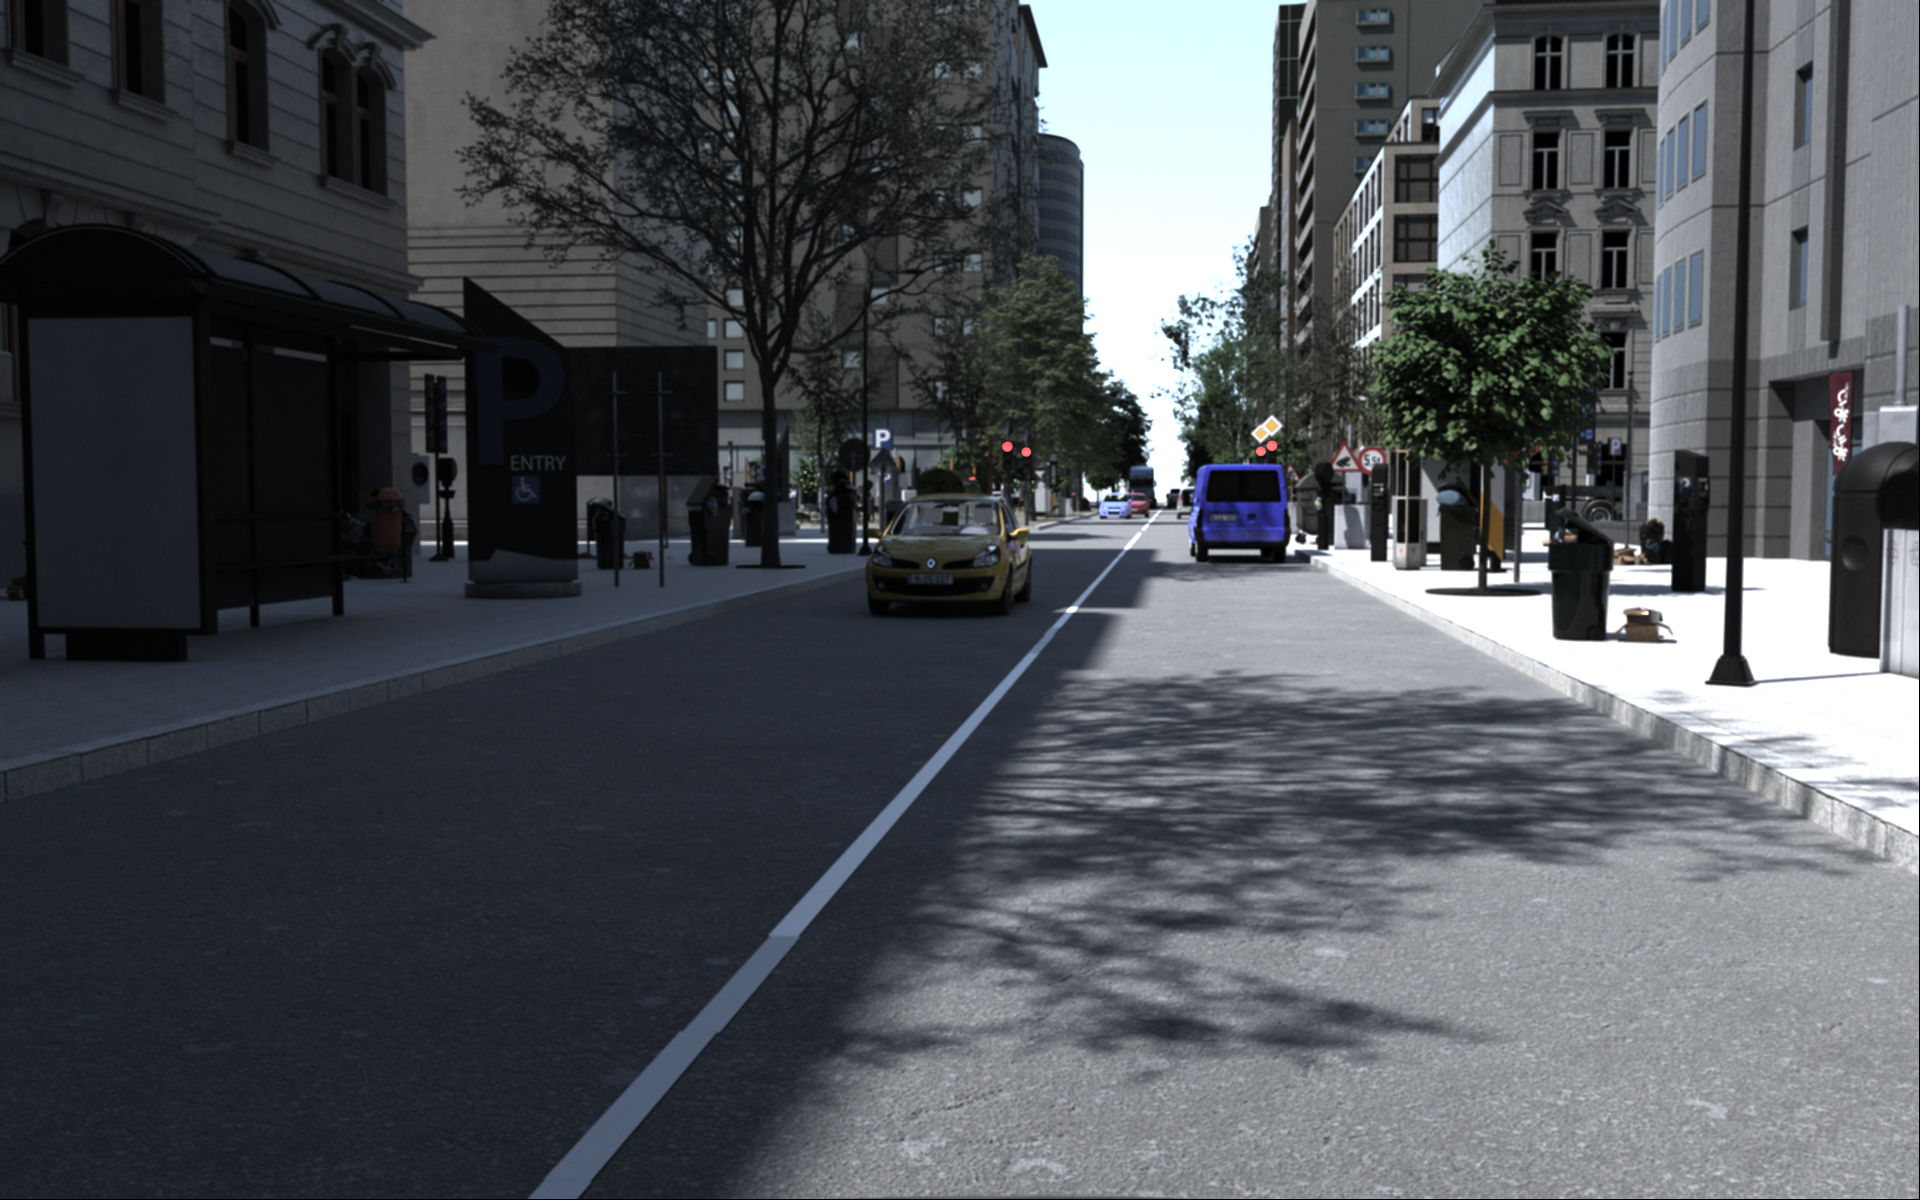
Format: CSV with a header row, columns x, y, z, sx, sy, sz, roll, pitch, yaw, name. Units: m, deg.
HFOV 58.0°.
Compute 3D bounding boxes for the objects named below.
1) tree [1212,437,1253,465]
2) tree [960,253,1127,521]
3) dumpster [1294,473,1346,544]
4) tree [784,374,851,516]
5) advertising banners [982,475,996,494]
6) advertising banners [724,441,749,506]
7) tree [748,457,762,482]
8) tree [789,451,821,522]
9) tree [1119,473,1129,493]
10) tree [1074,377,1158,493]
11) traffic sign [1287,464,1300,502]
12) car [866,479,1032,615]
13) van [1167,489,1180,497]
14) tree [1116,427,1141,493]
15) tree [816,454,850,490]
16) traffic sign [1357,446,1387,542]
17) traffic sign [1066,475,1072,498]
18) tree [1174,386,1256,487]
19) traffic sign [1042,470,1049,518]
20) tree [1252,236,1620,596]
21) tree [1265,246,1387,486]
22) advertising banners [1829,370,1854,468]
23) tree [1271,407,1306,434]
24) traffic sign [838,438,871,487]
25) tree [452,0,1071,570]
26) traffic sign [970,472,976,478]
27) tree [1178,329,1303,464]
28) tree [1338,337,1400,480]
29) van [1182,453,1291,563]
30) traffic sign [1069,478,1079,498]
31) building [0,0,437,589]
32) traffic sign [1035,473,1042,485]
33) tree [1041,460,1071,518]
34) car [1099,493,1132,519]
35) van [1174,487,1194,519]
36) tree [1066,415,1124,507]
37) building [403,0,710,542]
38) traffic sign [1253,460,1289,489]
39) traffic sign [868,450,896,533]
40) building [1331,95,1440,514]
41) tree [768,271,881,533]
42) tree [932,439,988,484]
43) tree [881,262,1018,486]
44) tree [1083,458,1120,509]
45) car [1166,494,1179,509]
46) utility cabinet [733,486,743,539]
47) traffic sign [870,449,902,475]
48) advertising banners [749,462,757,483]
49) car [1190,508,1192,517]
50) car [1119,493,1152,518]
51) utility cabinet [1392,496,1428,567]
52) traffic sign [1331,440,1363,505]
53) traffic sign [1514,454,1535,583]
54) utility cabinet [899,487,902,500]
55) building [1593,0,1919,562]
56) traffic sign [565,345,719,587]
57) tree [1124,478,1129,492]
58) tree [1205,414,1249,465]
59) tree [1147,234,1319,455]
x,y,z,sx,sy,sz,roll,pitch,yaw,name
14.425,-5.753,77.768,4.285,4.588,4.351,0,3,0,tree
3.622,-10.004,81.695,7.486,12.596,7.792,0,3,0,tree
9.349,-2.392,44.865,1.264,1.857,1.865,0,4,7,dumpster
-8.310,-9.316,102.676,4.737,8.622,4.395,0,3,0,tree
2.114,-9.158,145.927,2.074,3.025,0.090,0,4,-2,advertising banners
-7.496,-3.791,58.171,0.090,3.025,2.074,1,4,9,advertising banners
-14.947,-9.215,134.374,4.285,4.588,4.351,0,3,0,tree
-6.774,-5.154,78.871,1.663,3.219,1.824,0,3,0,tree
29.757,-21.243,297.686,4.737,8.622,4.395,0,3,0,tree
16.588,-17.210,188.040,9.857,13.997,8.962,0,3,0,tree
13.778,-4.422,72.309,0.884,2.594,0.081,1,4,9,traffic sign
-0.082,-0.708,21.804,2.015,1.641,3.980,0,4,8,car
24.106,-11.479,192.060,2.240,2.365,5.245,0,4,5,van
20.387,-17.593,222.062,7.601,10.594,8.767,0,4,-3,tree
-10.270,-9.690,142.138,4.285,4.588,4.351,0,3,0,tree
10.934,-2.807,46.004,0.768,2.556,0.104,1,4,9,traffic sign
7.505,-7.212,117.925,0.884,2.594,0.081,1,4,13,traffic sign
26.923,-16.010,178.765,9.611,12.733,9.660,0,3,0,tree
4.716,-5.633,92.201,0.768,2.556,0.104,1,4,16,traffic sign
6.718,-2.353,22.183,4.285,4.588,4.351,0,3,0,tree
11.099,-6.242,52.421,4.360,8.622,3.978,0,3,0,tree
12.674,-1.700,23.984,0.090,3.025,2.074,-1,4,-9,advertising banners
25.911,-11.523,138.755,4.737,8.622,4.395,0,3,0,tree
-2.408,-2.403,39.403,0.768,2.556,0.104,1,4,12,traffic sign
-3.239,-7.284,29.467,12.009,13.543,11.850,0,3,0,tree
0.301,-4.436,73.712,0.795,2.450,0.064,1,4,13,traffic sign
17.417,-11.128,107.706,9.928,11.665,9.643,0,3,0,tree
19.712,-8.065,82.225,4.737,8.622,4.395,0,3,0,tree
6.043,-2.050,37.904,2.240,2.365,5.245,0,4,6,van
7.280,-6.629,110.510,0.606,2.300,0.079,1,4,12,traffic sign
-18.844,-14.544,25.181,14.401,28.519,23.554,0,4,7,building
3.886,-5.467,90.572,0.795,2.450,0.064,1,4,13,traffic sign
5.316,-6.109,94.484,1.663,3.219,1.824,0,3,0,tree
9.046,-5.557,100.455,1.945,1.707,3.694,1,4,9,car
13.375,-5.693,100.100,2.013,2.044,4.112,0,4,7,van
10.138,-11.609,140.176,4.360,8.622,3.978,0,3,0,tree
-17.403,-12.387,51.680,18.267,20.994,9.793,0,4,7,building
14.957,-5.371,81.687,2.265,3.308,0.079,1,4,14,traffic sign
-2.051,-2.699,45.319,0.795,2.450,0.064,1,4,10,traffic sign
38.104,-19.573,124.537,19.350,26.468,34.151,0,4,7,building
-4.242,-6.484,56.378,4.360,8.622,3.978,0,3,0,tree
0.068,-7.153,100.672,4.285,4.588,4.351,0,3,0,tree
0.086,-6.363,54.391,4.360,8.622,3.978,0,3,0,tree
12.372,-10.311,152.294,4.285,4.588,4.351,0,3,0,tree
21.333,-9.683,170.113,2.131,1.459,4.920,1,4,9,car
-6.342,-2.503,49.597,0.318,1.500,1.173,0,4,-7,utility cabinet
-2.046,-2.921,47.760,0.884,2.594,0.081,0,4,7,traffic sign
-10.509,-5.983,94.008,2.074,3.025,0.090,-2,4,-26,advertising banners
11.960,-4.320,83.214,1.945,1.354,3.894,1,4,9,car
10.724,-5.956,106.428,2.155,1.783,4.494,0,4,7,car
7.973,-1.192,30.644,0.306,1.237,1.020,2,4,33,utility cabinet
9.270,-2.558,41.834,0.884,2.594,0.081,1,4,13,traffic sign
8.051,-1.521,24.969,0.768,2.556,0.104,1,4,14,traffic sign
-1.992,-2.653,52.053,0.318,1.500,1.173,-1,4,-11,utility cabinet
25.634,-30.081,33.832,21.231,58.520,28.212,0,4,7,building
-4.444,-1.837,23.902,2.265,3.308,0.079,0,4,7,traffic sign
24.616,-18.807,257.857,4.360,8.622,3.978,0,3,0,tree
23.615,-12.491,154.597,4.737,8.622,4.395,0,3,0,tree
20.359,-16.702,128.974,12.611,20.169,13.585,0,3,0,tree
